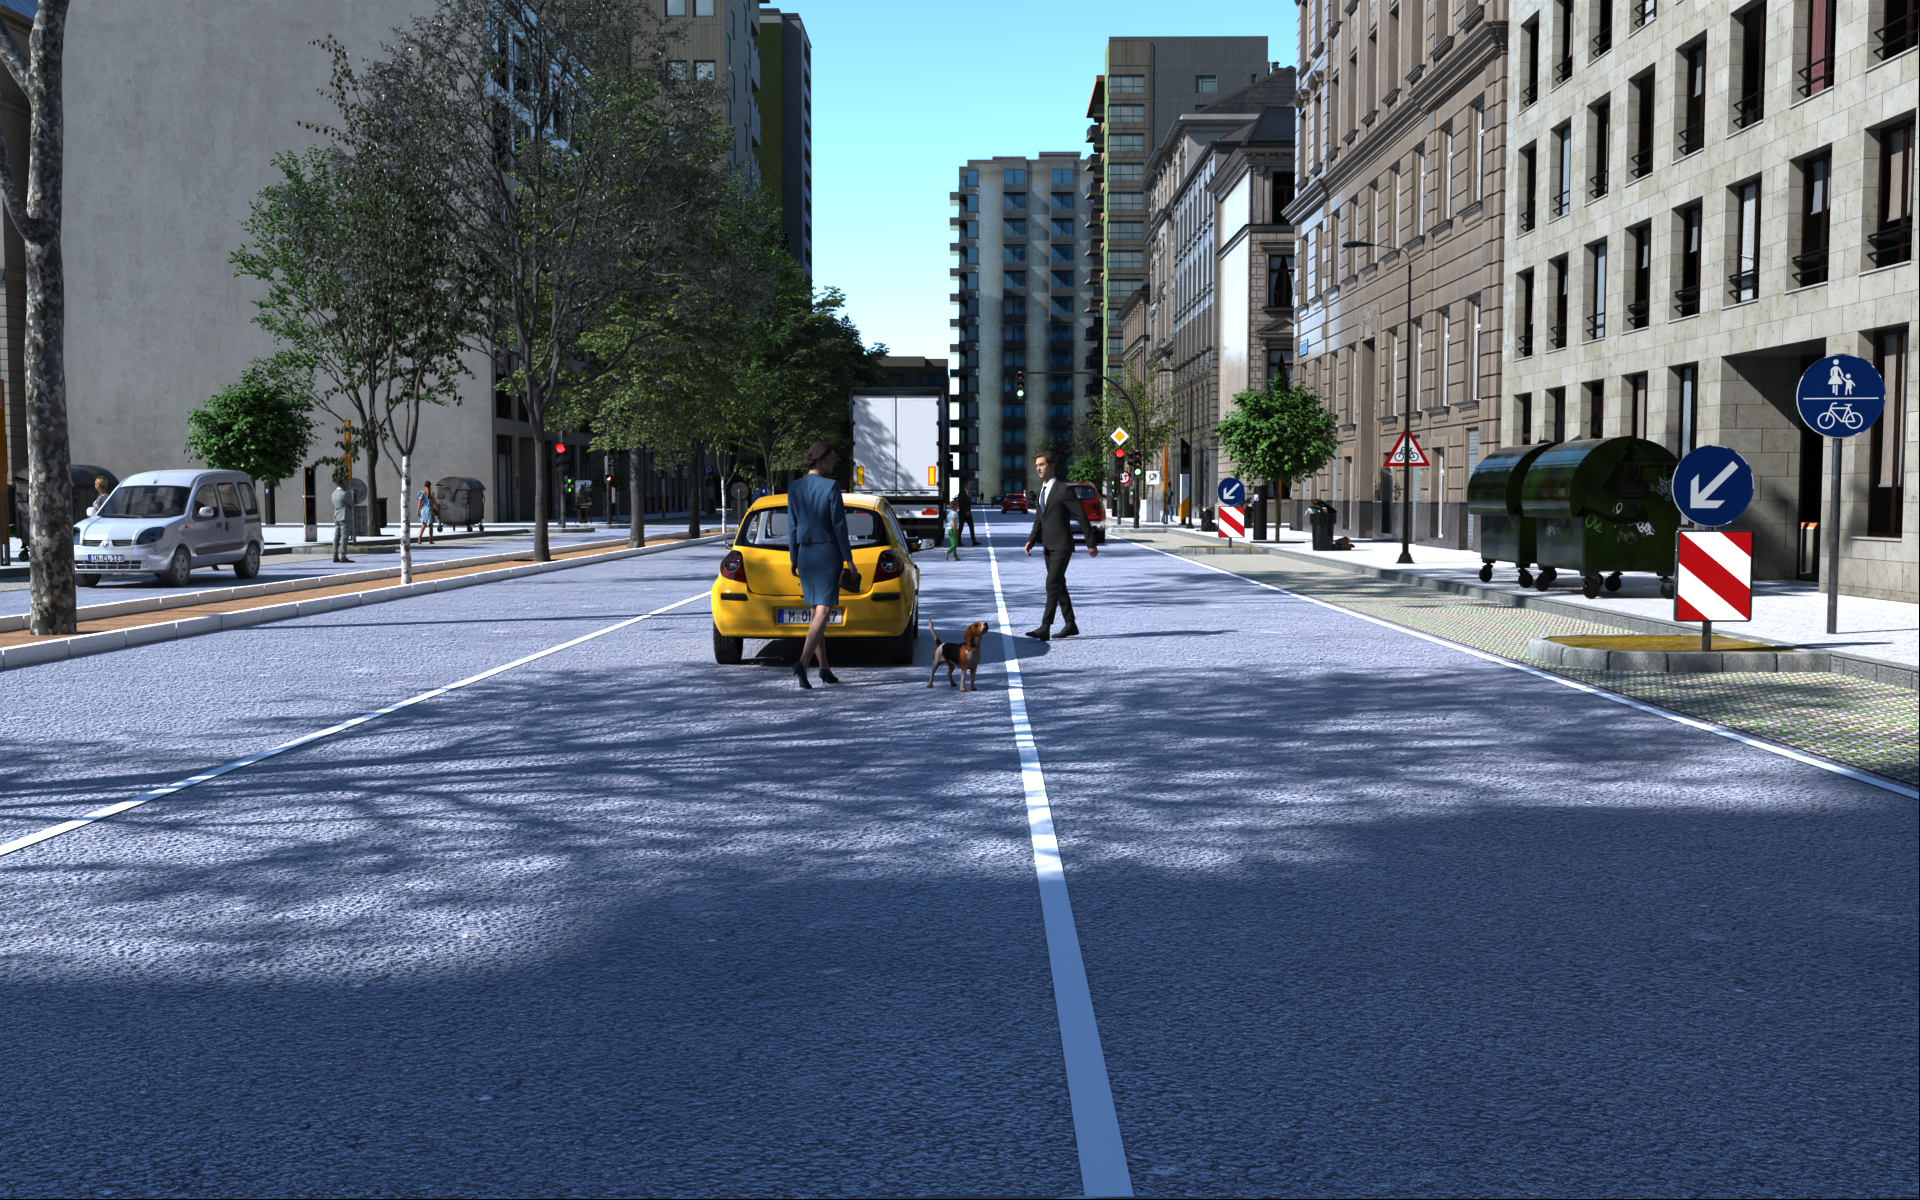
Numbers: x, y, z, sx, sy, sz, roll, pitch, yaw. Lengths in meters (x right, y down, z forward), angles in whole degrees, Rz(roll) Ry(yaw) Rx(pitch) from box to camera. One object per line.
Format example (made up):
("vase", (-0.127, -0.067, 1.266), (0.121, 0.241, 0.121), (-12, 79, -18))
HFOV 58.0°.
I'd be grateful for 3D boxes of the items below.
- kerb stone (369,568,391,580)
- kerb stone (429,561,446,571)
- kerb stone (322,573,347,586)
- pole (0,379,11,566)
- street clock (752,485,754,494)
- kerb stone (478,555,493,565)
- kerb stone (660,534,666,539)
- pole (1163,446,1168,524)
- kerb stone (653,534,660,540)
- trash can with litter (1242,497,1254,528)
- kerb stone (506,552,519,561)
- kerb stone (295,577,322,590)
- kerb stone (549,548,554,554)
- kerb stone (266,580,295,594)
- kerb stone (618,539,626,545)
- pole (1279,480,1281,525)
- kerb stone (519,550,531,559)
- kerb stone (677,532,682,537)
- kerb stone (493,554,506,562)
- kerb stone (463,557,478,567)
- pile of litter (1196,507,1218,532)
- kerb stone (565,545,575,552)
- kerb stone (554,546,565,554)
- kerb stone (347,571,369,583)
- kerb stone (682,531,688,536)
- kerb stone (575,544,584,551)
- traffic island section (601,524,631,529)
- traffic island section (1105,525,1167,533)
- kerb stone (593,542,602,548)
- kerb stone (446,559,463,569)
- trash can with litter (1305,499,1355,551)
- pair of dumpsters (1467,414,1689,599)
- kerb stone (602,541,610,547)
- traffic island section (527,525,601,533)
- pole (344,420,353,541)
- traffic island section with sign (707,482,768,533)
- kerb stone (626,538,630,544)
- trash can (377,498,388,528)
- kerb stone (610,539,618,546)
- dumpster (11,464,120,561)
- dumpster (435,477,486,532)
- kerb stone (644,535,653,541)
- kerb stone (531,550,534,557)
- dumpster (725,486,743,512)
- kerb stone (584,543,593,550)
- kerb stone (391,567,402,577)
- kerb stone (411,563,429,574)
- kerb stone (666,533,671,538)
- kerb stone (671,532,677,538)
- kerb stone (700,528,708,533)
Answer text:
("kerb stone", (-9.852, -0.424, 29.134), (0.120, 0.150, 1.000), (0, 4, 1))
("kerb stone", (-9.814, -0.608, 32.200), (0.120, 0.150, 1.000), (0, 4, 1))
("kerb stone", (-9.877, -0.298, 27.089), (0.120, 0.150, 1.000), (0, 4, 1))
("pole", (-17.084, -2.264, 30.856), (0.158, 3.312, 0.155), (0, 3, 0))
("street clock", (-15.583, -7.754, 131.350), (0.358, 2.002, 0.471), (-1, 4, -9))
("kerb stone", (-9.771, -0.800, 35.277), (0.120, 0.150, 1.000), (0, 4, 1))
("kerb stone", (-9.542, -1.992, 54.763), (0.120, 0.150, 1.000), (0, 4, 1))
("pole", (8.690, -4.848, 73.110), (0.158, 3.312, 0.155), (0, 3, 0))
("kerb stone", (-9.553, -1.929, 53.738), (0.120, 0.150, 1.000), (0, 4, 1))
("trash can with litter", (10.480, -3.268, 64.825), (1.055, 1.170, 0.624), (1, 4, 19))
("kerb stone", (-9.745, -0.923, 37.324), (0.120, 0.150, 1.000), (0, 4, 1))
("kerb stone", (-9.895, -0.236, 26.059), (0.120, 0.150, 1.000), (0, 4, 1))
("kerb stone", (-9.713, -1.114, 40.412), (0.120, 0.150, 1.000), (0, 4, 1))
("kerb stone", (-9.902, -0.172, 25.025), (0.120, 0.150, 1.000), (0, 4, 1))
("kerb stone", (-9.616, -1.615, 48.606), (0.120, 0.150, 1.000), (0, 4, 1))
("pole", (13.186, -4.757, 71.614), (0.158, 3.312, 0.155), (0, 3, 0))
("kerb stone", (-9.737, -0.988, 38.357), (0.120, 0.150, 1.000), (0, 4, 1))
("kerb stone", (-9.504, -2.180, 57.844), (0.120, 0.150, 1.000), (0, 4, 1))
("kerb stone", (-9.766, -0.863, 36.302), (0.120, 0.150, 1.000), (0, 4, 1))
("kerb stone", (-9.786, -0.738, 34.255), (0.120, 0.150, 1.000), (0, 4, 1))
("pile of litter", (8.680, -2.778, 59.386), (1.176, 0.858, 1.719), (0, 4, 8))
("kerb stone", (-9.685, -1.237, 42.456), (0.120, 0.150, 1.000), (0, 4, 1))
("kerb stone", (-9.696, -1.177, 41.434), (0.120, 0.150, 1.000), (0, 4, 1))
("kerb stone", (-9.865, -0.361, 28.111), (0.120, 0.150, 1.000), (0, 4, 1))
("kerb stone", (-9.485, -2.243, 58.868), (0.120, 0.150, 1.000), (0, 4, 1))
("kerb stone", (-9.671, -1.302, 43.478), (0.120, 0.150, 1.000), (0, 4, 1))
("traffic island section", (-14.758, -3.089, 72.782), (2.009, 0.180, 2.903), (0, 4, 1))
("traffic island section", (6.585, -2.584, 64.533), (2.009, 0.180, 2.903), (0, 4, 1))
("kerb stone", (-9.654, -1.427, 45.522), (0.120, 0.150, 1.000), (0, 4, 1))
("kerb stone", (-9.802, -0.675, 33.233), (0.120, 0.150, 1.000), (0, 4, 1))
("trash can with litter", (8.399, -1.707, 39.292), (1.055, 1.170, 0.624), (-2, 4, -25))
("pair of dumpsters", (8.164, -1.263, 23.141), (1.574, 2.255, 4.437), (0, 4, 1))
("kerb stone", (-9.640, -1.484, 46.552), (0.120, 0.150, 1.000), (0, 4, 1))
("traffic island section", (-14.855, -2.600, 64.797), (2.009, 0.180, 2.903), (0, 4, 1))
("pole", (-16.795, -3.286, 47.577), (0.158, 3.312, 0.155), (0, 3, 0))
("traffic island section with sign", (-8.361, -3.475, 64.953), (2.006, 1.907, 1.989), (0, 4, 1))
("kerb stone", (-9.599, -1.678, 49.636), (0.120, 0.150, 1.000), (0, 4, 1))
("trash can", (-21.937, -3.282, 65.320), (0.748, 1.137, 0.748), (0, 3, 0))
("kerb stone", (-9.624, -1.546, 47.573), (0.120, 0.150, 1.000), (0, 4, 1))
("dumpster", (-17.328, -1.704, 33.622), (1.264, 1.857, 1.865), (0, 4, 1))
("dumpster", (-16.912, -3.232, 58.608), (1.264, 1.857, 1.865), (0, 4, 1))
("kerb stone", (-9.569, -1.867, 52.716), (0.120, 0.150, 1.000), (0, 4, 1))
("kerb stone", (-9.721, -1.051, 39.385), (0.120, 0.150, 1.000), (0, 4, 1))
("dumpster", (-16.294, -7.286, 124.879), (1.264, 1.857, 1.865), (0, 4, 1))
("kerb stone", (-9.666, -1.364, 44.500), (0.120, 0.150, 1.000), (0, 4, 1))
("kerb stone", (-9.836, -0.487, 30.156), (0.120, 0.150, 1.000), (0, 4, 1))
("kerb stone", (-9.831, -0.548, 31.178), (0.120, 0.150, 1.000), (0, 4, 1))
("kerb stone", (-9.535, -2.054, 55.785), (0.120, 0.150, 1.000), (0, 4, 1))
("kerb stone", (-9.507, -2.118, 56.818), (0.120, 0.150, 1.000), (0, 4, 1))
("kerb stone", (-9.430, -2.557, 64.003), (0.120, 0.150, 1.000), (0, 4, 1))
